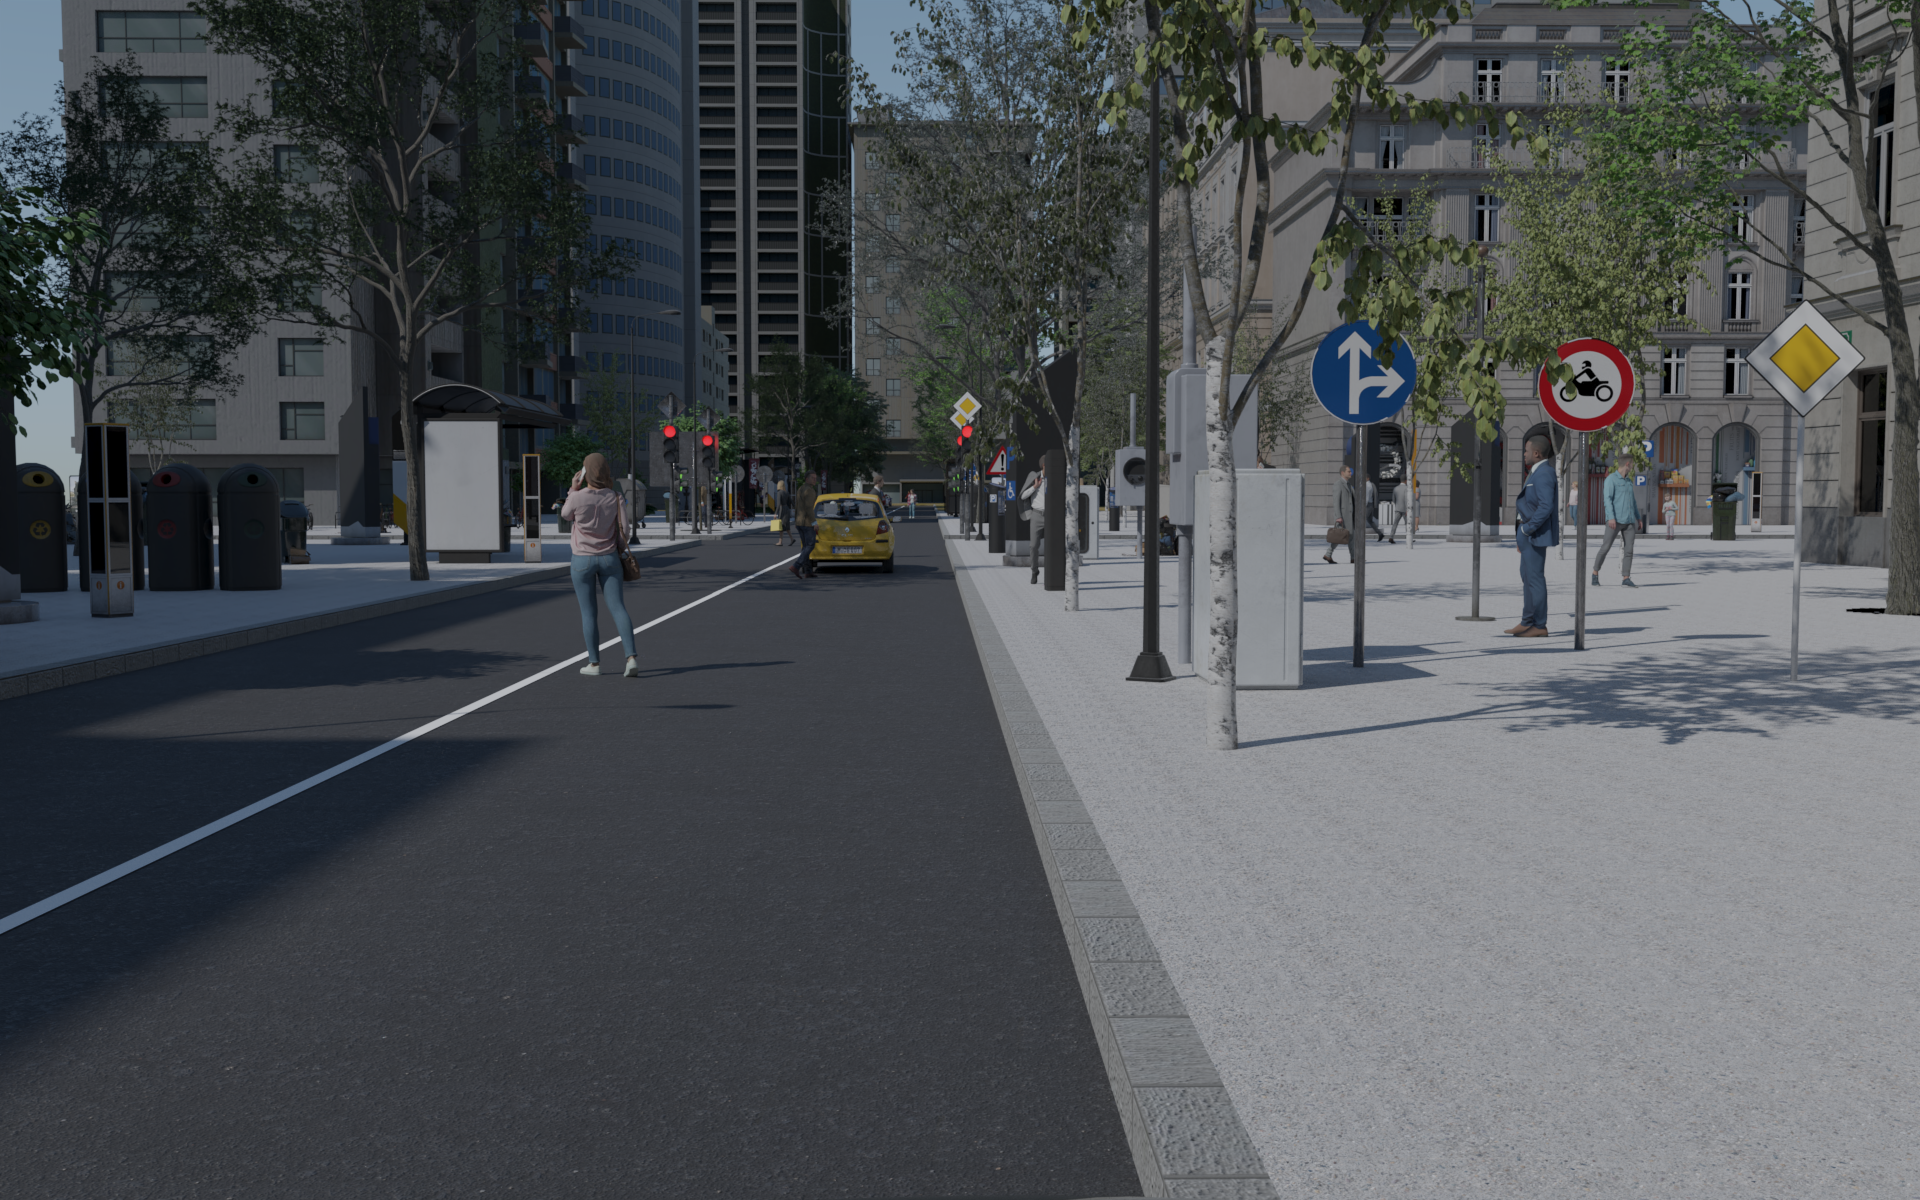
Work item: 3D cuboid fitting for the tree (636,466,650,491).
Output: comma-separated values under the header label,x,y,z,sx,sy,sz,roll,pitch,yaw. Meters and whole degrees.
label,x,y,z,sx,sy,sz,roll,pitch,yaw
tree,-22.008,-7.511,117.411,1.663,3.219,1.824,0,3,0

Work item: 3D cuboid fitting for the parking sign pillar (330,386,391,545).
label,x,y,z,sx,sy,sz,roll,pitch,yaw
parking sign pillar,-15.243,-3.392,43.929,1.447,3.967,1.447,3,5,43

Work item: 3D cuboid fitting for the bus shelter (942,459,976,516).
label,x,y,z,sx,sy,sz,roll,pitch,yaw
bus shelter,0.010,-7.849,105.968,2.179,5.291,8.768,0,4,-1

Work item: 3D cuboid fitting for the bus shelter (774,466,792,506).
label,x,y,z,sx,sy,sz,roll,pitch,yaw
bus shelter,-12.771,-8.070,125.870,2.014,3.302,5.546,0,4,-1

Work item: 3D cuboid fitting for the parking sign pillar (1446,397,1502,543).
label,x,y,z,sx,sy,sz,roll,pitch,yaw
parking sign pillar,13.714,-3.525,46.100,1.447,3.967,1.447,-3,4,-37

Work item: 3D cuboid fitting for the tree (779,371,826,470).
label,x,y,z,sx,sy,sz,roll,pitch,yaw
tree,-10.708,-13.090,139.781,9.928,11.665,9.643,0,3,0

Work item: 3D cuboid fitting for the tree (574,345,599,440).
label,x,y,z,sx,sy,sz,roll,pitch,yaw
tree,-17.112,-8.290,85.898,4.737,8.622,4.395,0,3,0

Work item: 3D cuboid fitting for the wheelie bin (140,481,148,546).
label,x,y,z,sx,sy,sz,roll,pitch,yaw
wheelie bin,-20.430,-2.152,43.086,0.980,1.594,0.693,-1,4,-14

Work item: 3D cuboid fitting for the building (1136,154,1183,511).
label,x,y,z,sx,sy,sz,roll,pitch,yaw
building,19.494,-19.647,118.498,12.463,27.353,25.104,0,4,-1

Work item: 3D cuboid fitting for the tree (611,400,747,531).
label,x,y,z,sx,sy,sz,roll,pitch,yaw
tree,-9.011,-4.697,60.508,4.285,4.588,4.351,0,3,0

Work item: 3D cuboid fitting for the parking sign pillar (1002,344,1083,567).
label,x,y,z,sx,sy,sz,roll,pitch,yaw
parking sign pillar,1.482,-2.596,30.924,1.447,3.967,1.447,-2,4,-25

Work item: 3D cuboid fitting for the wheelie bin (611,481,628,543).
label,x,y,z,sx,sy,sz,roll,pitch,yaw
wheelie bin,-8.359,-2.022,40.972,0.980,1.594,0.693,-3,4,-37

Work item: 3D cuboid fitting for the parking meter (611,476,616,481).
label,x,y,z,sx,sy,sz,roll,pitch,yaw
parking meter,-11.444,-3.115,56.639,0.399,1.863,0.255,0,4,-5

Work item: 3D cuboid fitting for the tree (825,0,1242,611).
label,x,y,z,sx,sy,sz,roll,pitch,yaw
tree,1.011,-4.188,18.844,4.360,8.622,3.978,0,3,0

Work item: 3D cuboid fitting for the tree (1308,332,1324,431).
label,x,y,z,sx,sy,sz,roll,pitch,yaw
tree,11.079,-6.903,63.218,4.360,8.622,3.978,0,3,0

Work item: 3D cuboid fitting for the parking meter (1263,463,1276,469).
label,x,y,z,sx,sy,sz,roll,pitch,yaw
parking meter,5.393,-1.527,30.684,0.399,1.863,0.255,-1,4,-10

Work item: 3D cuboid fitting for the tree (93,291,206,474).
label,x,y,z,sx,sy,sz,roll,pitch,yaw
tree,-28.964,-6.838,62.156,4.360,8.622,3.978,0,3,0

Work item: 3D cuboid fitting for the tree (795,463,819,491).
label,x,y,z,sx,sy,sz,roll,pitch,yaw
tree,-9.497,-6.899,107.398,1.663,3.219,1.824,0,3,0

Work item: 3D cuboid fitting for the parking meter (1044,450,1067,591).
label,x,y,z,sx,sy,sz,roll,pitch,yaw
parking meter,1.266,-1.060,23.035,0.255,1.863,0.399,0,4,-5

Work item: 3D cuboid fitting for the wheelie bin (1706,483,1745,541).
label,x,y,z,sx,sy,sz,roll,pitch,yaw
wheelie bin,21.079,-2.434,47.705,0.980,1.594,0.693,1,4,20

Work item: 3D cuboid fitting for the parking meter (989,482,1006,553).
label,x,y,z,sx,sy,sz,roll,pitch,yaw
parking meter,0.807,-1.787,37.627,0.372,1.533,0.369,0,3,0

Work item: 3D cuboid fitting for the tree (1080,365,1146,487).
label,x,y,z,sx,sy,sz,roll,pitch,yaw
tree,9.254,-10.949,113.432,7.601,10.594,8.767,0,4,-4

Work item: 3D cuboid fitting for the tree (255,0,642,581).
label,x,y,z,sx,sy,sz,roll,pitch,yaw
tree,-8.338,-5.557,25.274,7.601,10.594,8.767,-2,4,-31

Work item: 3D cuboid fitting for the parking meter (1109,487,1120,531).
label,x,y,z,sx,sy,sz,roll,pitch,yaw
parking meter,5.329,-3.139,59.732,0.372,1.533,0.369,0,3,0

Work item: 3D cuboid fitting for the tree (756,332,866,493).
label,x,y,z,sx,sy,sz,roll,pitch,yaw
tree,-9.900,-10.171,100.713,7.601,10.594,8.767,-1,4,-10

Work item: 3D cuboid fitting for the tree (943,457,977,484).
label,x,y,z,sx,sy,sz,roll,pitch,yaw
tree,0.211,-9.399,137.381,4.285,4.588,4.351,0,3,0

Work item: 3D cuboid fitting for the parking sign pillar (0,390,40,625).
label,x,y,z,sx,sy,sz,roll,pitch,yaw
parking sign pillar,-10.023,-1.757,17.203,1.447,3.967,1.447,1,4,10

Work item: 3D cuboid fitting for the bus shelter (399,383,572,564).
label,x,y,z,sx,sy,sz,roll,pitch,yaw
bus shelter,-9.268,-2.476,34.399,2.014,3.302,5.546,0,4,-1

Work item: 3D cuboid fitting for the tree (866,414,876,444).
label,x,y,z,sx,sy,sz,roll,pitch,yaw
tree,-9.480,-10.922,112.995,8.767,10.594,7.601,0,4,6

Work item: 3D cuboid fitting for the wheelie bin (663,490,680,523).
label,x,y,z,sx,sy,sz,roll,pitch,yaw
wheelie bin,-12.819,-4.225,76.990,0.693,1.594,0.980,0,4,-6

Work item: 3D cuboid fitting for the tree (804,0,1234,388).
label,x,y,z,sx,sy,sz,roll,pitch,yaw
tree,1.359,-7.949,40.342,12.009,13.543,11.850,0,3,0

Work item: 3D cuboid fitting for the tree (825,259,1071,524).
label,x,y,z,sx,sy,sz,roll,pitch,yaw
tree,0.934,-9.150,75.358,9.928,11.665,9.643,0,3,0

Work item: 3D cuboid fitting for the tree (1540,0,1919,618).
label,x,y,z,sx,sy,sz,roll,pitch,yaw
tree,10.142,-5.659,18.281,9.928,11.665,9.643,0,3,0

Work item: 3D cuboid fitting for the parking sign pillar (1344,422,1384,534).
label,x,y,z,sx,sy,sz,roll,pitch,yaw
parking sign pillar,12.995,-4.129,55.982,1.447,3.967,1.447,-3,5,-39

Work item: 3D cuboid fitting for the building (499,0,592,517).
label,x,y,z,sx,sy,sz,roll,pitch,yaw
building,-34.811,-27.475,103.840,22.147,44.769,28.867,0,4,-1

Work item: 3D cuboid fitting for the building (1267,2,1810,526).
label,x,y,z,sx,sy,sz,roll,pitch,yaw
building,26.338,-14.310,75.765,24.055,21.916,13.314,0,4,-1

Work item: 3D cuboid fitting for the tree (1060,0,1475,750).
label,x,y,z,sx,sy,sz,roll,pitch,yaw
tree,1.308,-3.540,8.246,4.737,8.622,4.395,0,3,0

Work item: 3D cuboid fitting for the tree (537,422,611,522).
label,x,y,z,sx,sy,sz,roll,pitch,yaw
tree,-17.688,-5.858,79.488,4.285,4.588,4.351,0,3,0

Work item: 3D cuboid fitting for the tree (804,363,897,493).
label,x,y,z,sx,sy,sz,roll,pitch,yaw
tree,-10.899,-15.978,167.893,9.857,13.997,8.962,0,3,0

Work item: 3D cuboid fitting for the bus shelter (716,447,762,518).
label,x,y,z,sx,sy,sz,roll,pitch,yaw
bus shelter,-11.469,-6.048,90.170,1.731,3.624,6.357,0,4,-1

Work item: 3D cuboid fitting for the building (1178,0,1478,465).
label,x,y,z,sx,sy,sz,roll,pitch,yaw
building,19.960,-18.955,95.823,13.634,28.700,20.117,0,4,-1

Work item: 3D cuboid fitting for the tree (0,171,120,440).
label,x,y,z,sx,sy,sz,roll,pitch,yaw
tree,-7.898,-1.737,12.113,4.285,4.588,4.351,0,3,0

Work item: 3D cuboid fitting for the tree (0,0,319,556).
label,x,y,z,sx,sy,sz,roll,pitch,yaw
tree,-17.925,-6.196,35.720,7.601,10.594,8.767,-1,4,-13

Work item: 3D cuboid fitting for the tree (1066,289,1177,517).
label,x,y,z,sx,sy,sz,roll,pitch,yaw
tree,8.498,-10.870,95.850,7.486,12.596,7.792,0,3,0

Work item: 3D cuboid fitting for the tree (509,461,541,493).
label,x,y,z,sx,sy,sz,roll,pitch,yaw
tree,-22.109,-5.721,88.136,1.663,3.219,1.824,0,3,0

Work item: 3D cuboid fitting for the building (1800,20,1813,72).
label,x,y,z,sx,sy,sz,roll,pitch,yaw
building,50.945,-16.978,74.847,25.104,27.353,12.463,0,4,-1

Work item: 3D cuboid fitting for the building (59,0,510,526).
label,x,y,z,sx,sy,sz,roll,pitch,yaw
building,-28.428,-18.547,74.950,14.160,30.474,14.107,0,4,-1

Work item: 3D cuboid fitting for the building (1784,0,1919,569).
label,x,y,z,sx,sy,sz,roll,pitch,yaw
building,24.119,-14.330,10.717,17.030,29.872,44.131,0,4,-1
